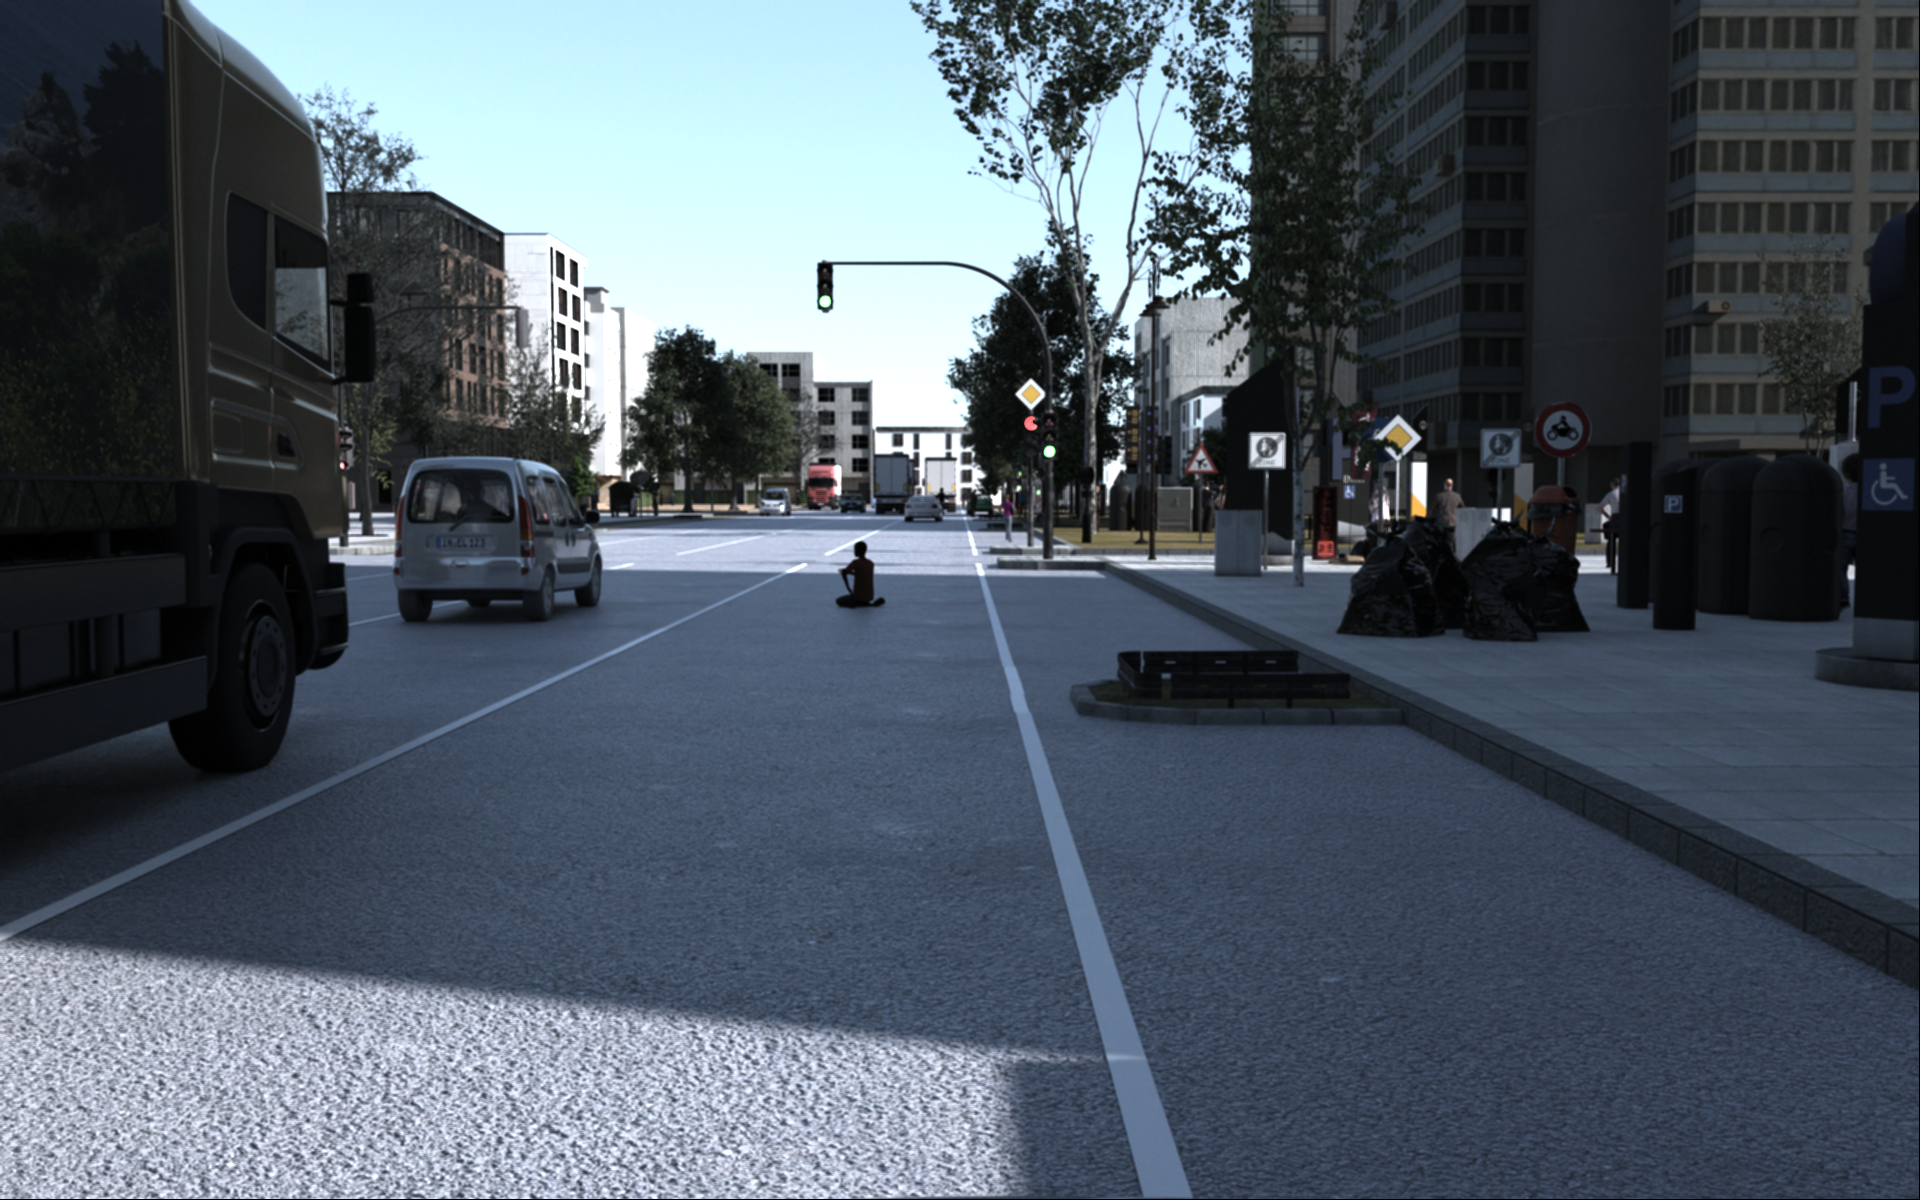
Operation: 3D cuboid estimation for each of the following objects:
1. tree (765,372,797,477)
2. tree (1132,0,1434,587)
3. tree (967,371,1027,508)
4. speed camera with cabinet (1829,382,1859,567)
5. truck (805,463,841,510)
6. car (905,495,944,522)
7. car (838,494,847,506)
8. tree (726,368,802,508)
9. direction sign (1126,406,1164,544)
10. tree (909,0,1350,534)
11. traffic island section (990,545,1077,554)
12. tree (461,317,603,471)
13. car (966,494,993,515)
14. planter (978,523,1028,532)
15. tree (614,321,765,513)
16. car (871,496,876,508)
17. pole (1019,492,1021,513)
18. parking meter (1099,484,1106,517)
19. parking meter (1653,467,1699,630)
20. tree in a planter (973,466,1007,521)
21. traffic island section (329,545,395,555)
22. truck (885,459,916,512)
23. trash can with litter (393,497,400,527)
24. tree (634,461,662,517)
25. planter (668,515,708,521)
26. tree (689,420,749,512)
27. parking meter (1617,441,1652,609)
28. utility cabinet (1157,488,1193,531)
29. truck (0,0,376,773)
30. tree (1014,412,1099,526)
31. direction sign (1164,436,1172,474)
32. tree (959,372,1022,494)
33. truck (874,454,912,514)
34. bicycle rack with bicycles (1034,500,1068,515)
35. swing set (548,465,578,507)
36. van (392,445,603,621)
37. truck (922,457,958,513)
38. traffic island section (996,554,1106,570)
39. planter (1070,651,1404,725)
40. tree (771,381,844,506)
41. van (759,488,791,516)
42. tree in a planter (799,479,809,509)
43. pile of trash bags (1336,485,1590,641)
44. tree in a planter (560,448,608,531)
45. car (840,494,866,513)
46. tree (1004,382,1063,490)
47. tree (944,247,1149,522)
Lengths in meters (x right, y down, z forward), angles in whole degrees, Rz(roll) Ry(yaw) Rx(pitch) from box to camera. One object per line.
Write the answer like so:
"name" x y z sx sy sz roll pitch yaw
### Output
"tree" -17.535 -13.322 134.825 9.611 12.733 9.660 0 3 0
"tree" 4.584 -4.481 23.623 4.737 8.622 4.395 0 3 0
"tree" 4.329 -13.414 137.446 7.486 12.596 7.792 0 3 0
"speed camera with cabinet" 15.022 -2.216 30.568 2.038 3.252 0.660 1 4 13
"truck" -12.375 -10.336 157.908 2.839 4.237 11.283 0 4 -1
"car" -1.902 -4.809 90.990 2.083 1.381 4.827 0 4 2
"car" -12.061 -10.182 178.271 2.131 1.459 4.920 0 4 0
"tree" -17.903 -14.553 156.069 7.486 12.596 7.792 0 3 0
"direction sign" 4.676 -3.212 44.511 0.876 3.537 0.379 -1 4 -14
"tree" 5.179 -12.123 54.102 12.611 20.169 13.585 0 3 0
"traffic island section" 1.737 -1.212 42.093 2.009 0.180 2.903 0 3 0
"tree" -17.486 -7.356 70.627 4.360 8.622 3.978 0 3 0
"car" 1.375 -6.822 120.335 1.959 1.807 4.718 0 4 -1
"planter" 1.696 -2.790 66.751 1.991 0.319 1.994 0 3 0
"tree" -18.254 -12.119 115.160 9.611 12.733 9.660 0 3 0
"car" -8.288 -10.410 179.793 1.945 1.707 3.694 0 4 -1
"pole" 4.110 -7.524 116.858 0.158 3.312 0.155 0 3 0
"parking meter" 8.119 -5.697 98.854 0.399 1.863 0.255 2 4 27
"parking meter" 6.793 -0.491 16.433 0.372 1.533 0.369 0 3 0
"tree in a planter" 1.670 -5.895 93.606 1.991 3.239 1.994 0 3 0
"traffic island section" -14.984 -1.211 42.077 2.009 0.180 2.903 0 3 0
"truck" -5.050 -9.483 143.960 2.839 4.237 11.283 0 4 -2
"trash can with litter" -21.120 -3.345 66.079 1.055 1.170 0.624 2 4 31
"tree" -17.679 -6.364 98.648 1.663 3.219 1.824 0 3 0
"planter" -14.729 -4.458 94.025 1.991 0.319 1.994 0 3 0
"tree" -17.403 -10.558 122.989 4.737 8.622 4.395 0 3 0
"parking meter" 7.582 -0.842 19.477 0.255 1.863 0.399 0 4 5
"utility cabinet" 7.277 -3.060 58.709 1.173 1.500 0.318 1 4 14
"truck" -4.663 -1.015 5.505 2.839 4.237 11.283 0 4 -2
"tree" 3.897 -5.262 69.755 4.285 4.588 4.351 0 3 0
"direction sign" 7.908 -4.615 67.459 0.876 3.537 0.379 -3 4 -36
"tree" 4.528 -15.708 163.473 9.857 13.997 8.962 0 3 0
"truck" -4.951 -8.445 126.993 2.839 4.237 11.283 0 4 -2
"bicycle rack with bicycles" 5.978 -5.828 108.672 2.852 0.926 2.925 -2 4 -24
"swing set" -21.756 -5.795 92.362 3.119 2.851 2.862 -1 4 -11
"van" -5.464 -0.848 20.876 2.013 2.044 4.112 0 4 0
"truck" -1.568 -9.103 137.741 2.839 4.237 11.283 0 4 -1
"traffic island section" 1.747 -0.723 34.108 2.009 0.180 2.903 0 3 0
"planter" 1.762 0.575 11.732 1.991 0.319 1.994 0 3 0
"tree" -17.718 -16.957 187.616 12.009 13.543 11.850 0 3 0
"van" -11.991 -6.454 112.533 2.013 2.044 4.112 0 4 1
"tree in a planter" -14.818 -10.612 170.732 1.991 3.239 1.994 0 3 0
"pile of trash bags" 5.138 -0.420 16.624 1.912 1.369 3.447 3 5 40
"tree in a planter" -14.691 -4.251 66.720 1.991 3.239 1.994 0 3 0
"car" -8.260 -7.596 133.973 2.009 1.686 4.222 0 4 1
"tree" 4.549 -9.133 99.688 4.360 8.622 3.978 0 3 0
"tree" 3.979 -9.991 80.362 9.611 12.733 9.660 0 3 0
